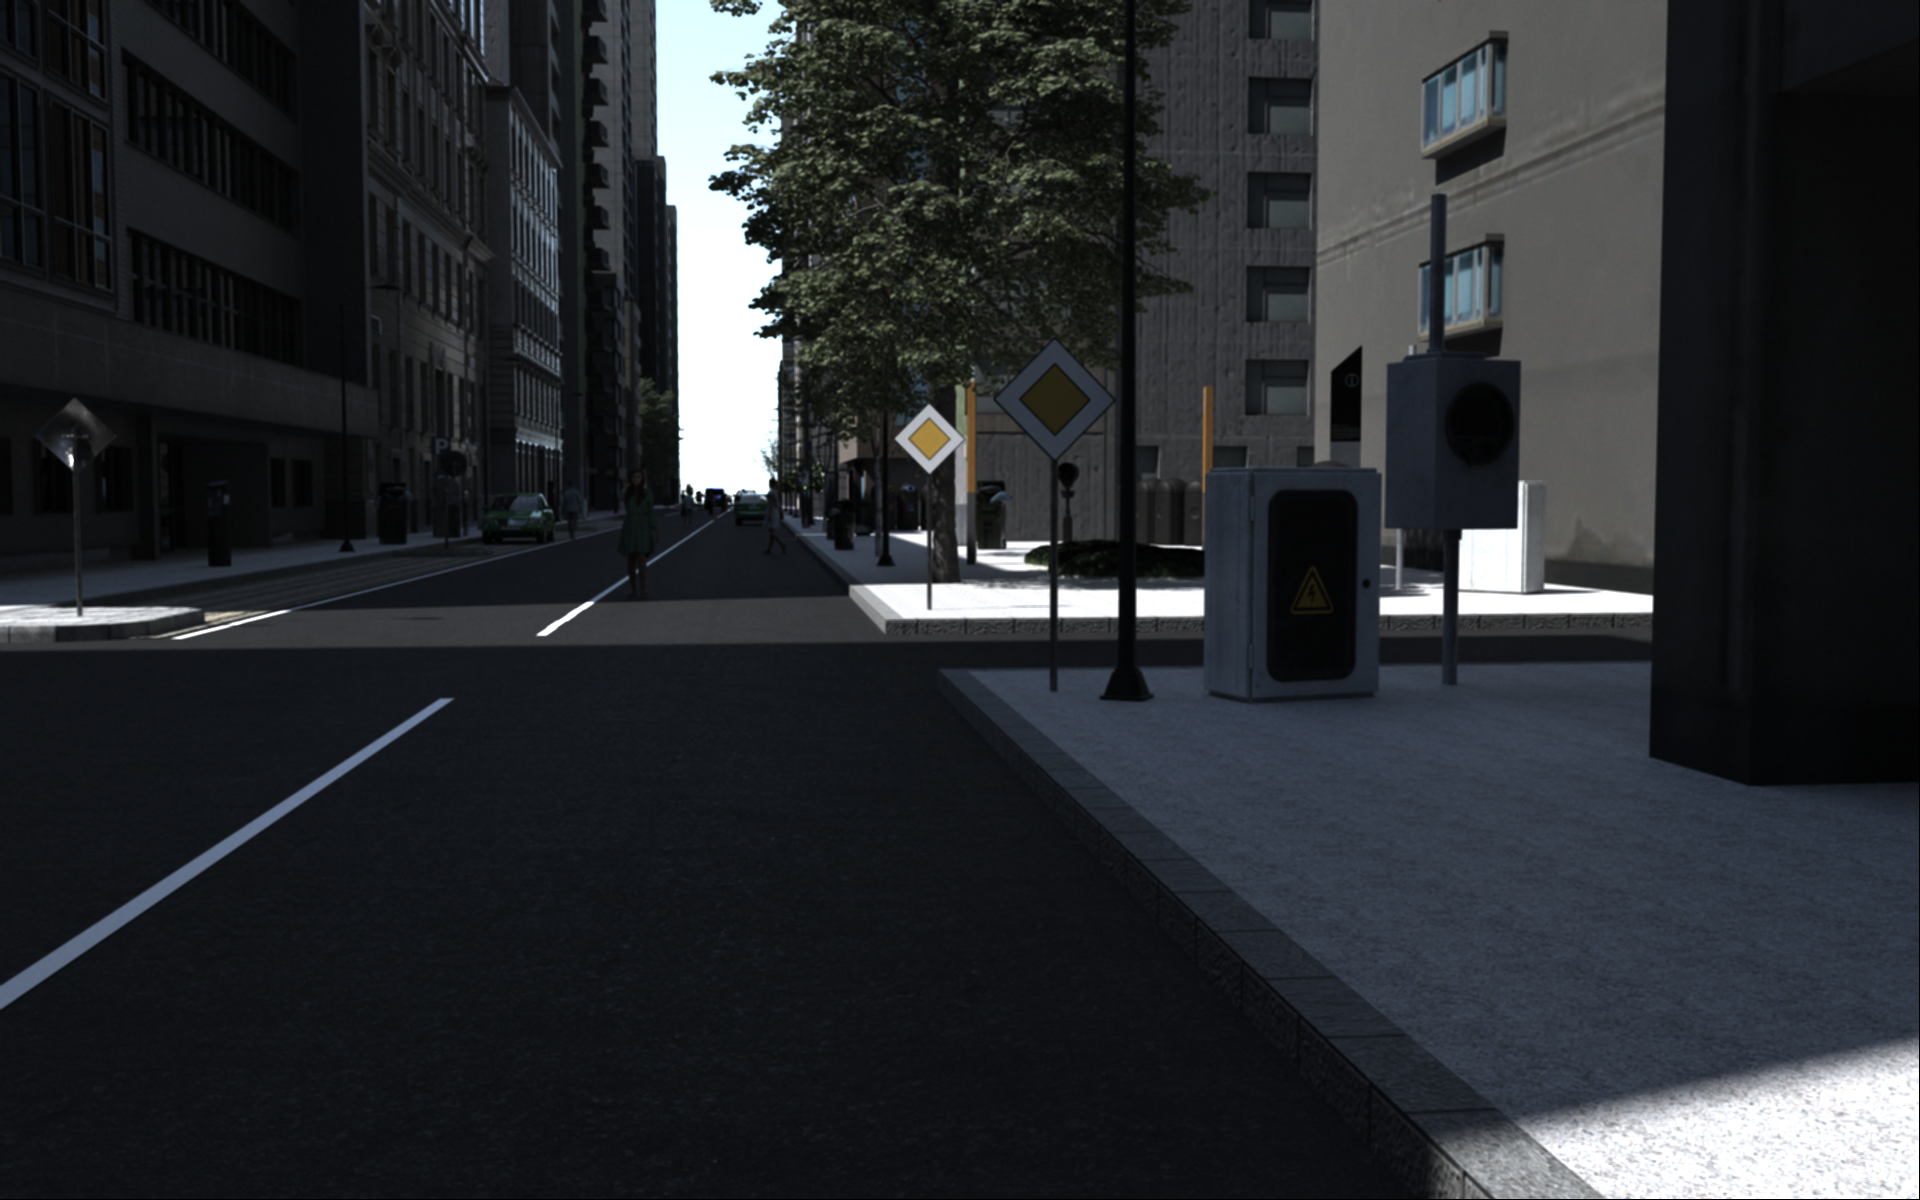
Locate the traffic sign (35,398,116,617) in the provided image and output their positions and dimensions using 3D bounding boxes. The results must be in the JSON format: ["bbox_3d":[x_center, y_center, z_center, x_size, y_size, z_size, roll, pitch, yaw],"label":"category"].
[{"bbox_3d":[-9.225,-0.884,18.098,0.795,2.450,0.064,0,4,-7],"label":"traffic sign"}]

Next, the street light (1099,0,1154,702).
[{"bbox_3d":[0.510,-2.330,10.639,1.470,5.913,1.316,0,4,-7],"label":"street light"}]

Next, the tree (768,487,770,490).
[{"bbox_3d":[-21.642,-12.662,201.617,1.663,3.219,1.824,0,3,0],"label":"tree"}]

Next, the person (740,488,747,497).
[{"bbox_3d":[-15.902,-7.236,126.680,0.599,1.838,0.709,1,4,15],"label":"person"}]

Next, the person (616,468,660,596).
[{"bbox_3d":[-4.523,-0.952,24.309,0.600,1.795,0.529,-1,4,-15],"label":"person"}]

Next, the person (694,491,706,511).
[{"bbox_3d":[-22.150,-8.465,147.610,1.217,1.736,0.721,-1,4,-13],"label":"person"}]

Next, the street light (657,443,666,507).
[{"bbox_3d":[-27.223,-11.220,155.982,1.470,5.913,1.316,0,4,-7],"label":"street light"}]

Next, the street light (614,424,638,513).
[{"bbox_3d":[-22.290,-8.703,114.828,1.470,5.913,1.316,0,4,-7],"label":"street light"}]

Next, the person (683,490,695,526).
[{"bbox_3d":[-12.000,-4.059,76.679,0.589,1.601,0.330,1,4,12],"label":"person"}]

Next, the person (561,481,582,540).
[{"bbox_3d":[-12.326,-2.840,54.796,0.638,1.841,0.748,0,4,7],"label":"person"}]

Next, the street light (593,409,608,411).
[{"bbox_3d":[-19.858,-7.444,94.247,1.470,5.913,1.316,0,4,-7],"label":"street light"}]

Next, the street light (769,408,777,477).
[{"bbox_3d":[-9.426,-7.410,93.696,1.470,5.913,1.316,0,4,-7],"label":"street light"}]

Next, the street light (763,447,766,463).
[{"bbox_3d":[-15.986,-10.790,148.949,1.470,5.913,1.316,0,4,-7],"label":"street light"}]

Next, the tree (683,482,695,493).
[{"bbox_3d":[-39.360,-15.678,250.934,1.663,3.219,1.824,0,3,0],"label":"tree"}]

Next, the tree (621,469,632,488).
[{"bbox_3d":[-24.869,-8.335,130.879,1.663,3.219,1.824,0,3,0],"label":"tree"}]

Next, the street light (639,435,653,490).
[{"bbox_3d":[-24.701,-9.962,135.412,1.470,5.913,1.316,0,4,-7],"label":"street light"}]

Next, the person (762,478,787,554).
[{"bbox_3d":[-4.400,-2.001,41.316,0.778,1.811,0.616,2,4,35],"label":"person"}]

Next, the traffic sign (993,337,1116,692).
[{"bbox_3d":[0.606,-0.463,11.206,0.795,2.450,0.064,0,4,-7],"label":"traffic sign"}]

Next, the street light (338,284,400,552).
[{"bbox_3d":[-13.093,-4.028,38.393,1.470,5.913,1.316,0,4,-7],"label":"street light"}]

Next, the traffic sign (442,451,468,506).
[{"bbox_3d":[-14.859,-3.108,50.929,0.768,2.556,0.104,0,4,1],"label":"traffic sign"}]

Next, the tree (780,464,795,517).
[{"bbox_3d":[-8.938,-6.169,95.468,1.663,3.219,1.824,0,3,0],"label":"tree"}]

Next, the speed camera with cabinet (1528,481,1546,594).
[{"bbox_3d":[6.645,-1.741,22.800,2.038,3.252,0.660,3,5,45],"label":"speed camera with cabinet"}]

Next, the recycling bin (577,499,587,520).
[{"bbox_3d":[-19.140,-4.552,86.980,0.722,1.027,0.722,0,4,-6],"label":"recycling bin"}]

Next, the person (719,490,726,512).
[{"bbox_3d":[-18.690,-7.785,136.344,0.434,1.755,0.990,-2,4,-35],"label":"person"}]

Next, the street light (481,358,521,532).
[{"bbox_3d":[-15.622,-5.289,59.017,1.470,5.913,1.316,0,4,-7],"label":"street light"}]

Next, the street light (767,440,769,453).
[{"bbox_3d":[-11.084,-8.272,107.792,1.470,5.913,1.316,0,4,-7],"label":"street light"}]

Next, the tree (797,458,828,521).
[{"bbox_3d":[-6.881,-5.437,83.489,1.663,3.219,1.824,0,3,0],"label":"tree"}]

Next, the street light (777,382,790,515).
[{"bbox_3d":[-6.723,-6.076,71.885,1.470,5.913,1.316,0,4,-7],"label":"street light"}]

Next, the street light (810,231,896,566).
[{"bbox_3d":[-1.862,-3.558,30.723,1.470,5.913,1.316,0,4,-7],"label":"street light"}]

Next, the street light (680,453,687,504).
[{"bbox_3d":[-32.118,-13.729,197.002,1.470,5.913,1.316,0,4,-7],"label":"street light"}]

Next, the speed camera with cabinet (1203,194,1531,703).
[{"bbox_3d":[2.598,-1.026,11.114,2.038,3.252,0.660,-1,4,-22],"label":"speed camera with cabinet"}]

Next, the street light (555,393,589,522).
[{"bbox_3d":[-18.010,-6.556,79.737,1.470,5.913,1.316,0,4,-7],"label":"street light"}]

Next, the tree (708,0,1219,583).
[{"bbox_3d":[0.061,-6.499,24.392,7.486,12.596,7.792,0,3,0],"label":"tree"}]

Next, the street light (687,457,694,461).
[{"bbox_3d":[-34.540,-14.994,217.685,1.470,5.913,1.316,0,4,-7],"label":"street light"}]

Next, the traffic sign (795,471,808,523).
[{"bbox_3d":[-6.949,-4.530,76.187,0.606,2.300,0.079,0,4,2],"label":"traffic sign"}]

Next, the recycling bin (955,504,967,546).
[{"bbox_3d":[-0.044,-1.855,42.887,0.722,1.027,0.722,-1,4,-13],"label":"recycling bin"}]

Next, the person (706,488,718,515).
[{"bbox_3d":[-17.379,-6.879,120.975,1.348,1.823,0.705,3,5,44],"label":"person"}]

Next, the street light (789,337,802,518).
[{"bbox_3d":[-4.223,-4.818,51.312,1.470,5.913,1.316,0,4,-7],"label":"street light"}]

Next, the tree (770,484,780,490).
[{"bbox_3d":[-14.756,-9.307,146.764,1.663,3.219,1.824,0,3,0],"label":"tree"}]

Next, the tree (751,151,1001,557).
[{"bbox_3d":[-1.496,-5.190,35.217,4.360,8.622,3.978,0,3,0],"label":"tree"}]

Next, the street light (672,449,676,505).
[{"bbox_3d":[-29.575,-12.464,176.326,1.470,5.913,1.316,0,4,-7],"label":"street light"}]

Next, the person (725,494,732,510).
[{"bbox_3d":[-20.741,-8.685,153.763,1.065,1.426,0.557,0,4,1],"label":"person"}]

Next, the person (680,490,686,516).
[{"bbox_3d":[-17.711,-6.275,111.907,0.742,1.727,0.445,0,4,7],"label":"person"}]

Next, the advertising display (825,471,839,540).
[{"bbox_3d":[-3.591,-2.652,48.575,0.123,1.923,0.974,-1,4,-20],"label":"advertising display"}]

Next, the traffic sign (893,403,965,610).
[{"bbox_3d":[-0.341,-0.948,19.135,0.795,2.450,0.064,0,4,-7],"label":"traffic sign"}]
